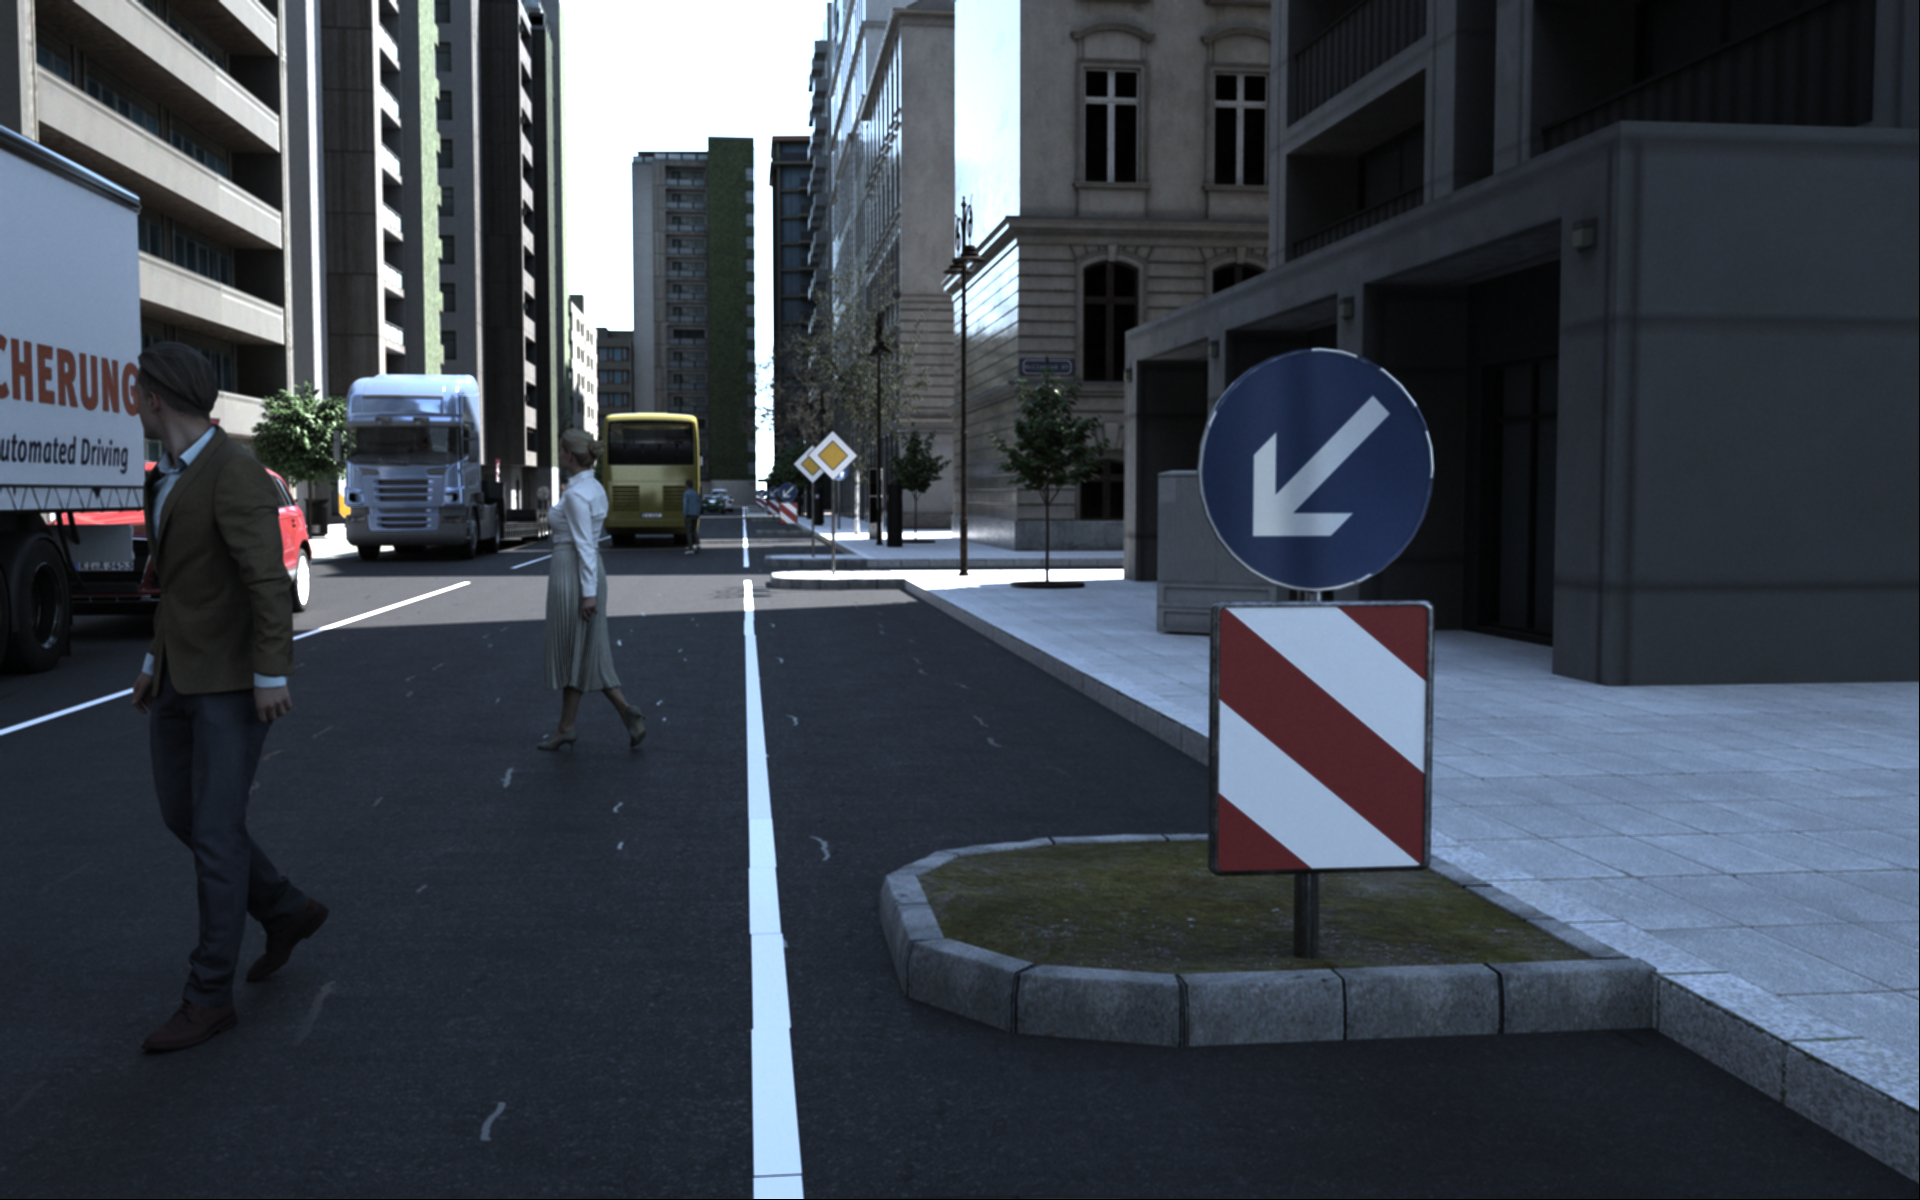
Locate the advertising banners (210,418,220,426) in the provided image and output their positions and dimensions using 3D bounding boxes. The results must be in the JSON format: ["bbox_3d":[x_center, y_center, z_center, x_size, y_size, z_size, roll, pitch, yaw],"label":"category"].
[{"bbox_3d":[-17.534,-2.633,39.231,0.090,3.025,2.074,1,4,23],"label":"advertising banners"}]

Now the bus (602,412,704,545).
[{"bbox_3d":[-9.079,-3.679,51.704,2.896,3.916,12.252,-1,4,-9],"label":"bus"}]

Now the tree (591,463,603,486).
[{"bbox_3d":[-31.681,-10.500,155.382,4.285,4.588,4.351,0,3,0],"label":"tree"}]

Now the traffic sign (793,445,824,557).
[{"bbox_3d":[-2.997,-1.933,35.248,0.795,2.450,0.064,0,4,-7],"label":"traffic sign"}]

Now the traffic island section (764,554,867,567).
[{"bbox_3d":[-2.975,-0.798,35.328,2.009,0.180,2.903,0,4,-7],"label":"traffic island section"}]

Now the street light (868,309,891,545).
[{"bbox_3d":[-2.032,-4.324,43.482,0.468,5.910,1.993,0,4,-7],"label":"street light"}]

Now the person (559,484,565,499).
[{"bbox_3d":[-16.177,-3.831,70.912,0.659,1.850,0.755,1,4,22],"label":"person"}]

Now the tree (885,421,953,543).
[{"bbox_3d":[-1.241,-3.137,45.897,1.663,3.219,1.824,0,3,0],"label":"tree"}]

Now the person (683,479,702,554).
[{"bbox_3d":[-6.415,-1.994,41.447,0.601,1.785,0.444,-3,5,-41],"label":"person"}]

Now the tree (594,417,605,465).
[{"bbox_3d":[-33.045,-13.103,164.595,4.737,8.622,4.395,0,3,0],"label":"tree"}]

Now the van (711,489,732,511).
[{"bbox_3d":[-20.797,-8.749,150.052,2.013,2.044,4.112,0,4,-6],"label":"van"}]

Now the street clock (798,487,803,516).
[{"bbox_3d":[-9.525,-6.036,103.254,0.471,2.002,0.358,0,4,-1],"label":"street clock"}]

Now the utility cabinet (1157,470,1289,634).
[{"bbox_3d":[2.375,-0.428,15.683,1.173,1.500,0.318,2,4,33],"label":"utility cabinet"}]

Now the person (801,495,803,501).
[{"bbox_3d":[-17.159,-11.075,190.520,0.436,1.711,0.756,2,4,32],"label":"person"}]

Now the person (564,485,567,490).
[{"bbox_3d":[-15.827,-3.719,69.505,0.583,1.804,0.606,-3,5,-41],"label":"person"}]

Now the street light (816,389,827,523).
[{"bbox_3d":[-6.071,-6.331,76.307,0.468,5.910,1.993,0,4,-7],"label":"street light"}]

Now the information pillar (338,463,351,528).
[{"bbox_3d":[-23.411,-4.557,65.866,0.183,3.616,0.504,2,4,34],"label":"information pillar"}]

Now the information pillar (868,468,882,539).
[{"bbox_3d":[-2.414,-2.755,49.541,0.304,2.012,0.304,1,4,22],"label":"information pillar"}]

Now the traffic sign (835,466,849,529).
[{"bbox_3d":[-4.396,-3.839,62.877,0.768,2.556,0.104,0,4,-5],"label":"traffic sign"}]

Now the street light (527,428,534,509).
[{"bbox_3d":[-24.736,-7.747,99.446,0.468,5.910,1.993,0,4,-7],"label":"street light"}]

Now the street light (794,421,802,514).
[{"bbox_3d":[-10.234,-8.338,109.117,0.468,5.910,1.993,0,4,-7],"label":"street light"}]

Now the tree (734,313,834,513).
[{"bbox_3d":[-10.078,-12.608,116.510,12.009,13.543,11.850,0,3,0],"label":"tree"}]

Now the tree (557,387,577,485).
[{"bbox_3d":[-26.454,-9.880,111.897,4.360,8.622,3.978,0,3,0],"label":"tree"}]

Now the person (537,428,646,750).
[{"bbox_3d":[-2.063,-0.059,9.684,0.641,1.798,0.478,1,4,15],"label":"person"}]

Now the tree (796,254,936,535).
[{"bbox_3d":[-3.007,-6.347,54.136,4.360,8.622,3.978,0,3,0],"label":"tree"}]

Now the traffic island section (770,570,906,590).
[{"bbox_3d":[-1.981,-0.313,27.405,2.009,0.180,2.903,0,4,-7],"label":"traffic island section"}]

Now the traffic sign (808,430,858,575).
[{"bbox_3d":[-2.003,-1.448,27.325,0.795,2.450,0.064,0,4,-7],"label":"traffic sign"}]

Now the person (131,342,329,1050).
[{"bbox_3d":[-2.064,0.222,4.785,0.656,1.842,0.836,1,4,12],"label":"person"}]

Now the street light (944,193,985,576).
[{"bbox_3d":[0.061,-3.317,27.014,0.468,5.910,1.993,0,4,-7],"label":"street light"}]

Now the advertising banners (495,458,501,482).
[{"bbox_3d":[-22.844,-5.388,84.282,0.090,3.025,2.074,1,4,14],"label":"advertising banners"}]

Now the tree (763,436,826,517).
[{"bbox_3d":[-9.022,-7.035,98.733,4.285,4.588,4.351,0,3,0],"label":"tree"}]
